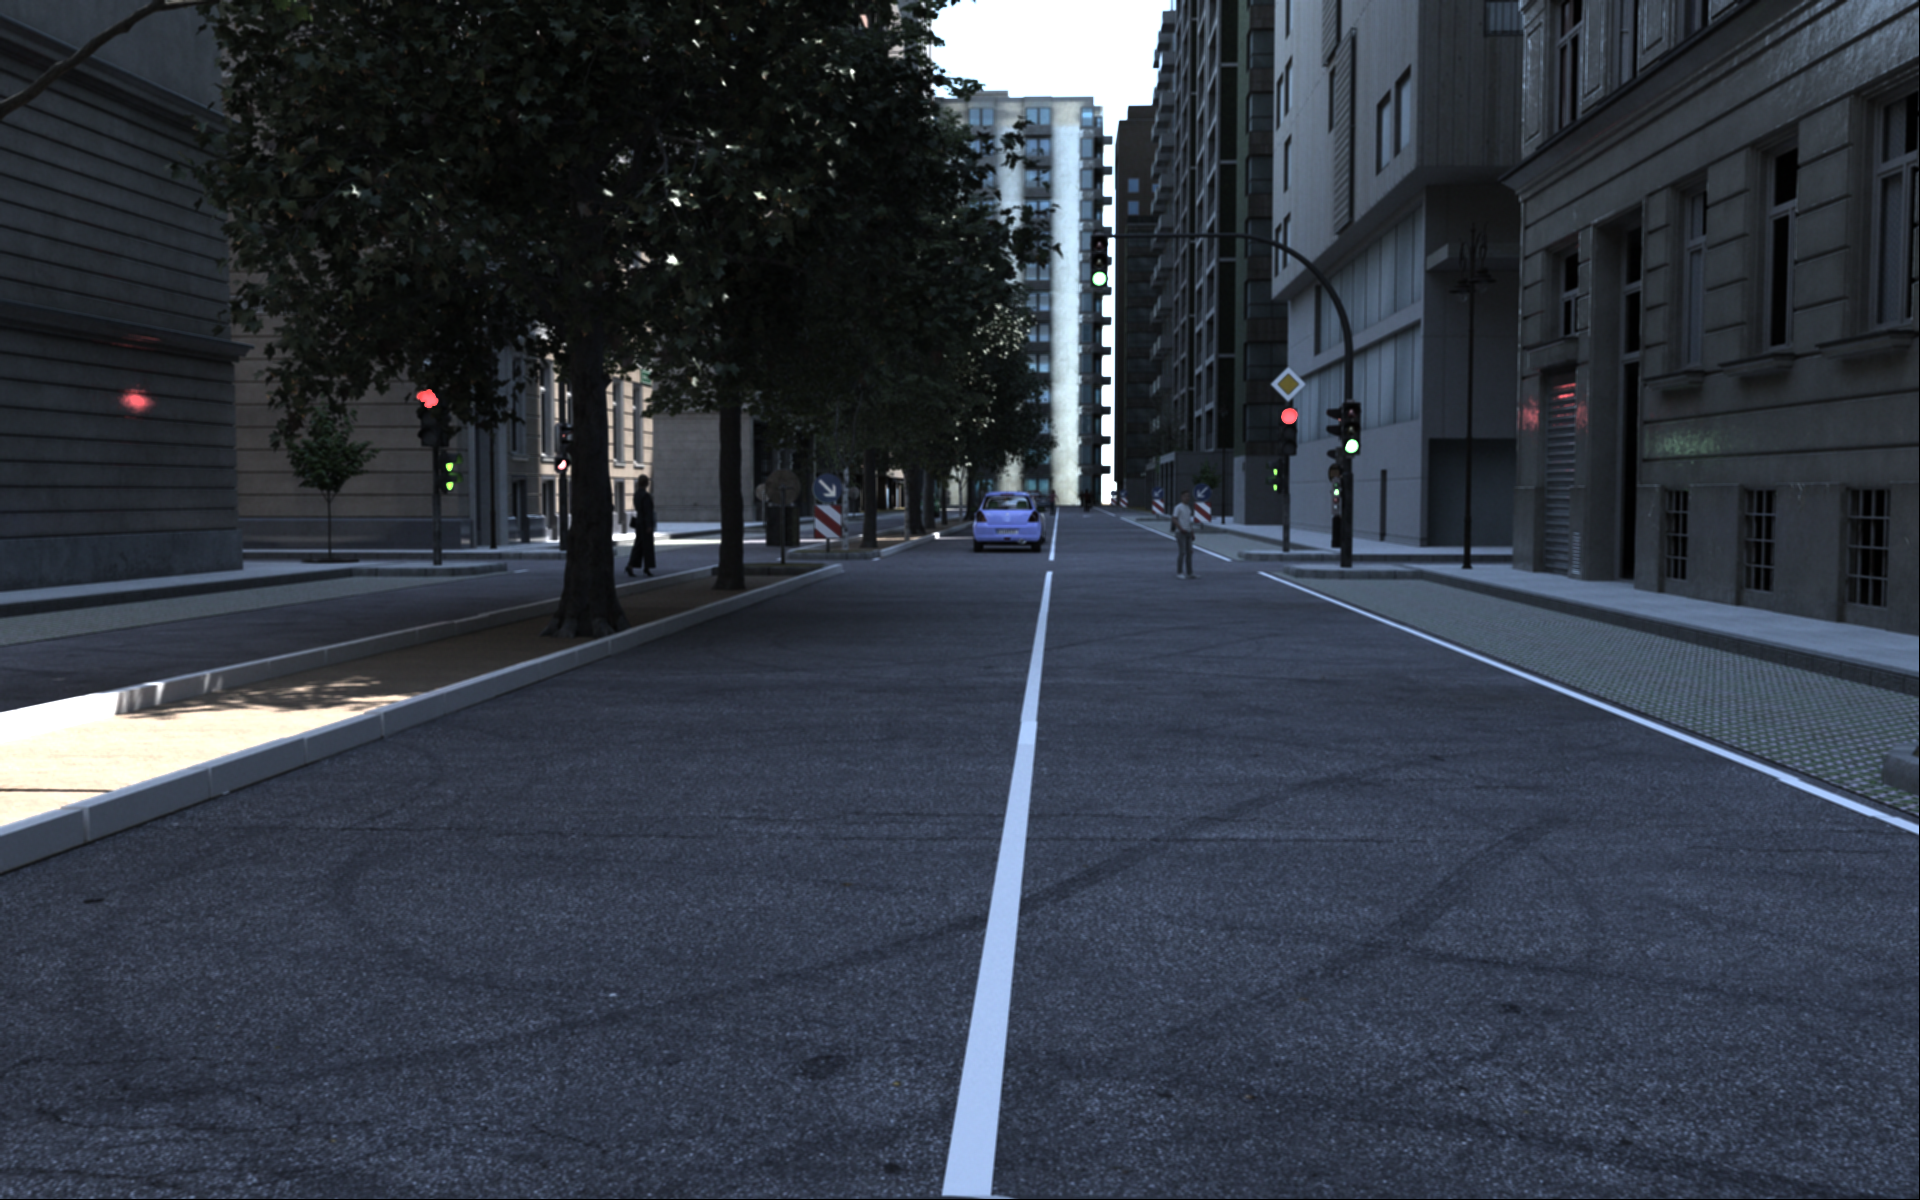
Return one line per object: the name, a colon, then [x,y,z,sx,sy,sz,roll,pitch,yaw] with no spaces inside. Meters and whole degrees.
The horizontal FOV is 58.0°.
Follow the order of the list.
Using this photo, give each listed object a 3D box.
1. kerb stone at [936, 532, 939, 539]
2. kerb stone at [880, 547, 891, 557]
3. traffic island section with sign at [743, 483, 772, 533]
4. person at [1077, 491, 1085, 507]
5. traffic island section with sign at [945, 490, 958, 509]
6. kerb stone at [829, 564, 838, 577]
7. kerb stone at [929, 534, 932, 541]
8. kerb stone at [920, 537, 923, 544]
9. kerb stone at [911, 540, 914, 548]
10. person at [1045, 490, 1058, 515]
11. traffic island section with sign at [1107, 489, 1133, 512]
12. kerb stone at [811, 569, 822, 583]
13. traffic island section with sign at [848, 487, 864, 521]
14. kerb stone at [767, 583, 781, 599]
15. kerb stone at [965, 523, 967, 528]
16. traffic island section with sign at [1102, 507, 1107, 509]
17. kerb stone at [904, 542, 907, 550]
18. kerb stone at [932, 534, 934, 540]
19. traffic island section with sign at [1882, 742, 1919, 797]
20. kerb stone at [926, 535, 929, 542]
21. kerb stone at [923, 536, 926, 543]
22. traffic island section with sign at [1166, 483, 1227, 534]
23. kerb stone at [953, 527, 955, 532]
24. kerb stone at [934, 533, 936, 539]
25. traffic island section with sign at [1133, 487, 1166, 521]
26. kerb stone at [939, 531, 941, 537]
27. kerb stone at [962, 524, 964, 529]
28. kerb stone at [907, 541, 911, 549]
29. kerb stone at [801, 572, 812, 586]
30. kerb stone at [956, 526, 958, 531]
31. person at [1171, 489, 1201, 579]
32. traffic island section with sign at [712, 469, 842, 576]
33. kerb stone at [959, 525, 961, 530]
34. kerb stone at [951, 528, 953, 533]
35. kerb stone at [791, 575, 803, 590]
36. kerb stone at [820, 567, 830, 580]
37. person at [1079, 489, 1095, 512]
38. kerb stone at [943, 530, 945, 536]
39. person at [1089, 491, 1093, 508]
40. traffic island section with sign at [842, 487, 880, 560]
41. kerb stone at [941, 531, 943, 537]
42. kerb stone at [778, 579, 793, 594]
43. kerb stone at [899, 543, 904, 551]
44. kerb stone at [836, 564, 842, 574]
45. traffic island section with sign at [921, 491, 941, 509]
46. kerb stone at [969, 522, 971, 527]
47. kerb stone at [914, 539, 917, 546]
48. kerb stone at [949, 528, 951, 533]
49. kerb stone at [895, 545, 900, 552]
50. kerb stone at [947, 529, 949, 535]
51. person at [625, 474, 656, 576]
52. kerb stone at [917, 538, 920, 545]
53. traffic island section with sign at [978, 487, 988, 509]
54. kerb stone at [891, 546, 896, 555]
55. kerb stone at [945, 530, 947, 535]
kerb stone: [-0.854,-2.020,55.219,0.120,0.150,1.000,0,4,3]
kerb stone: [-1.748,-1.080,39.852,0.120,0.150,1.000,0,4,3]
traffic island section with sign: [-7.231,-3.372,63.768,1.989,1.847,2.006,0,4,3]
person: [13.584,-11.296,193.215,0.705,1.821,1.348,-2,4,-32]
traffic island section with sign: [-1.192,-9.789,168.679,1.989,1.847,2.006,0,4,3]
kerb stone: [-2.297,-0.486,30.144,0.120,0.150,1.000,0,4,3]
kerb stone: [-1.030,-1.832,52.146,0.120,0.150,1.000,0,4,3]
kerb stone: [-1.211,-1.644,49.071,0.120,0.150,1.000,0,4,3]
kerb stone: [-1.386,-1.455,45.992,0.120,0.150,1.000,0,4,3]
person: [6.202,-6.588,116.935,1.217,1.743,0.721,3,5,45]
traffic island section with sign: [13.100,-8.038,140.047,1.989,1.847,2.006,0,4,3]
kerb stone: [-2.416,-0.361,28.099,0.120,0.150,1.000,0,4,3]
traffic island section with sign: [-5.616,-5.100,92.017,1.989,1.847,2.006,0,4,3]
kerb stone: [-2.656,-0.105,23.999,0.120,0.150,1.000,0,4,3]
kerb stone: [0.088,-3.021,71.587,0.120,0.150,1.000,0,4,3]
traffic island section with sign: [14.664,-9.689,167.047,1.989,1.847,2.006,0,4,3]
kerb stone: [-1.504,-1.330,43.948,0.120,0.150,1.000,0,4,3]
kerb stone: [-0.978,-1.893,53.173,0.120,0.150,1.000,0,4,3]
traffic island section with sign: [5.499,0.040,7.976,1.989,1.847,2.006,0,4,3]
kerb stone: [-1.094,-1.769,51.126,0.120,0.150,1.000,0,4,3]
kerb stone: [-1.150,-1.707,50.103,0.120,0.150,1.000,0,4,3]
traffic island section with sign: [8.691,-3.346,63.342,1.989,1.847,2.006,0,4,3]
kerb stone: [-0.382,-2.521,63.413,0.120,0.150,1.000,0,4,3]
kerb stone: [-0.920,-1.957,54.199,0.120,0.150,1.000,0,4,3]
traffic island section with sign: [10.304,-5.066,91.463,1.989,1.847,2.006,0,4,3]
kerb stone: [-0.793,-2.081,56.249,0.120,0.150,1.000,0,4,3]
kerb stone: [-0.025,-2.896,69.546,0.120,0.150,1.000,0,4,3]
kerb stone: [-1.450,-1.393,44.969,0.120,0.150,1.000,0,4,3]
kerb stone: [-2.480,-0.298,27.071,0.120,0.150,1.000,0,4,3]
kerb stone: [-0.262,-2.646,65.456,0.120,0.150,1.000,0,4,3]
person: [3.810,-1.112,29.278,0.523,1.515,0.503,1,4,13]
traffic island section with sign: [-3.288,-1.407,31.133,2.006,1.907,1.989,0,4,3]
kerb stone: [-0.149,-2.771,67.498,0.120,0.150,1.000,0,4,3]
kerb stone: [-0.450,-2.457,62.394,0.120,0.150,1.000,0,4,3]
kerb stone: [-2.533,-0.234,26.050,0.120,0.150,1.000,0,4,3]
kerb stone: [-2.359,-0.423,29.119,0.120,0.150,1.000,0,4,3]
person: [10.109,-7.919,137.935,1.348,1.831,0.705,2,4,26]
kerb stone: [-0.682,-2.208,58.292,0.120,0.150,1.000,0,4,3]
person: [12.952,-10.016,172.970,0.721,1.735,1.217,3,5,41]
traffic island section with sign: [-2.852,-1.859,38.528,2.006,1.907,1.989,0,4,3]
kerb stone: [-0.735,-2.145,57.271,0.120,0.150,1.000,0,4,3]
kerb stone: [-2.590,-0.173,25.030,0.120,0.150,1.000,0,4,3]
kerb stone: [-1.566,-1.268,42.928,0.120,0.150,1.000,0,4,3]
kerb stone: [-2.238,-0.547,31.169,0.120,0.150,1.000,0,4,3]
traffic island section with sign: [-2.795,-8.084,140.797,1.989,1.847,2.006,0,4,3]
kerb stone: [0.266,-3.209,74.666,0.120,0.150,1.000,0,4,3]
kerb stone: [-1.341,-1.518,47.013,0.120,0.150,1.000,0,4,3]
kerb stone: [-0.499,-2.396,61.363,0.120,0.150,1.000,0,4,3]
kerb stone: [-1.626,-1.203,41.907,0.120,0.150,1.000,0,4,3]
kerb stone: [-0.554,-2.327,60.341,0.120,0.150,1.000,0,4,3]
person: [-5.531,-1.299,30.156,0.576,1.772,0.534,2,4,28]
kerb stone: [-1.272,-1.581,48.040,0.120,0.150,1.000,0,4,3]
traffic island section with sign: [1.462,-6.447,113.543,2.006,1.907,1.989,0,4,3]
kerb stone: [-1.682,-1.143,40.886,0.120,0.150,1.000,0,4,3]
kerb stone: [-0.619,-2.270,59.320,0.120,0.150,1.000,0,4,3]
